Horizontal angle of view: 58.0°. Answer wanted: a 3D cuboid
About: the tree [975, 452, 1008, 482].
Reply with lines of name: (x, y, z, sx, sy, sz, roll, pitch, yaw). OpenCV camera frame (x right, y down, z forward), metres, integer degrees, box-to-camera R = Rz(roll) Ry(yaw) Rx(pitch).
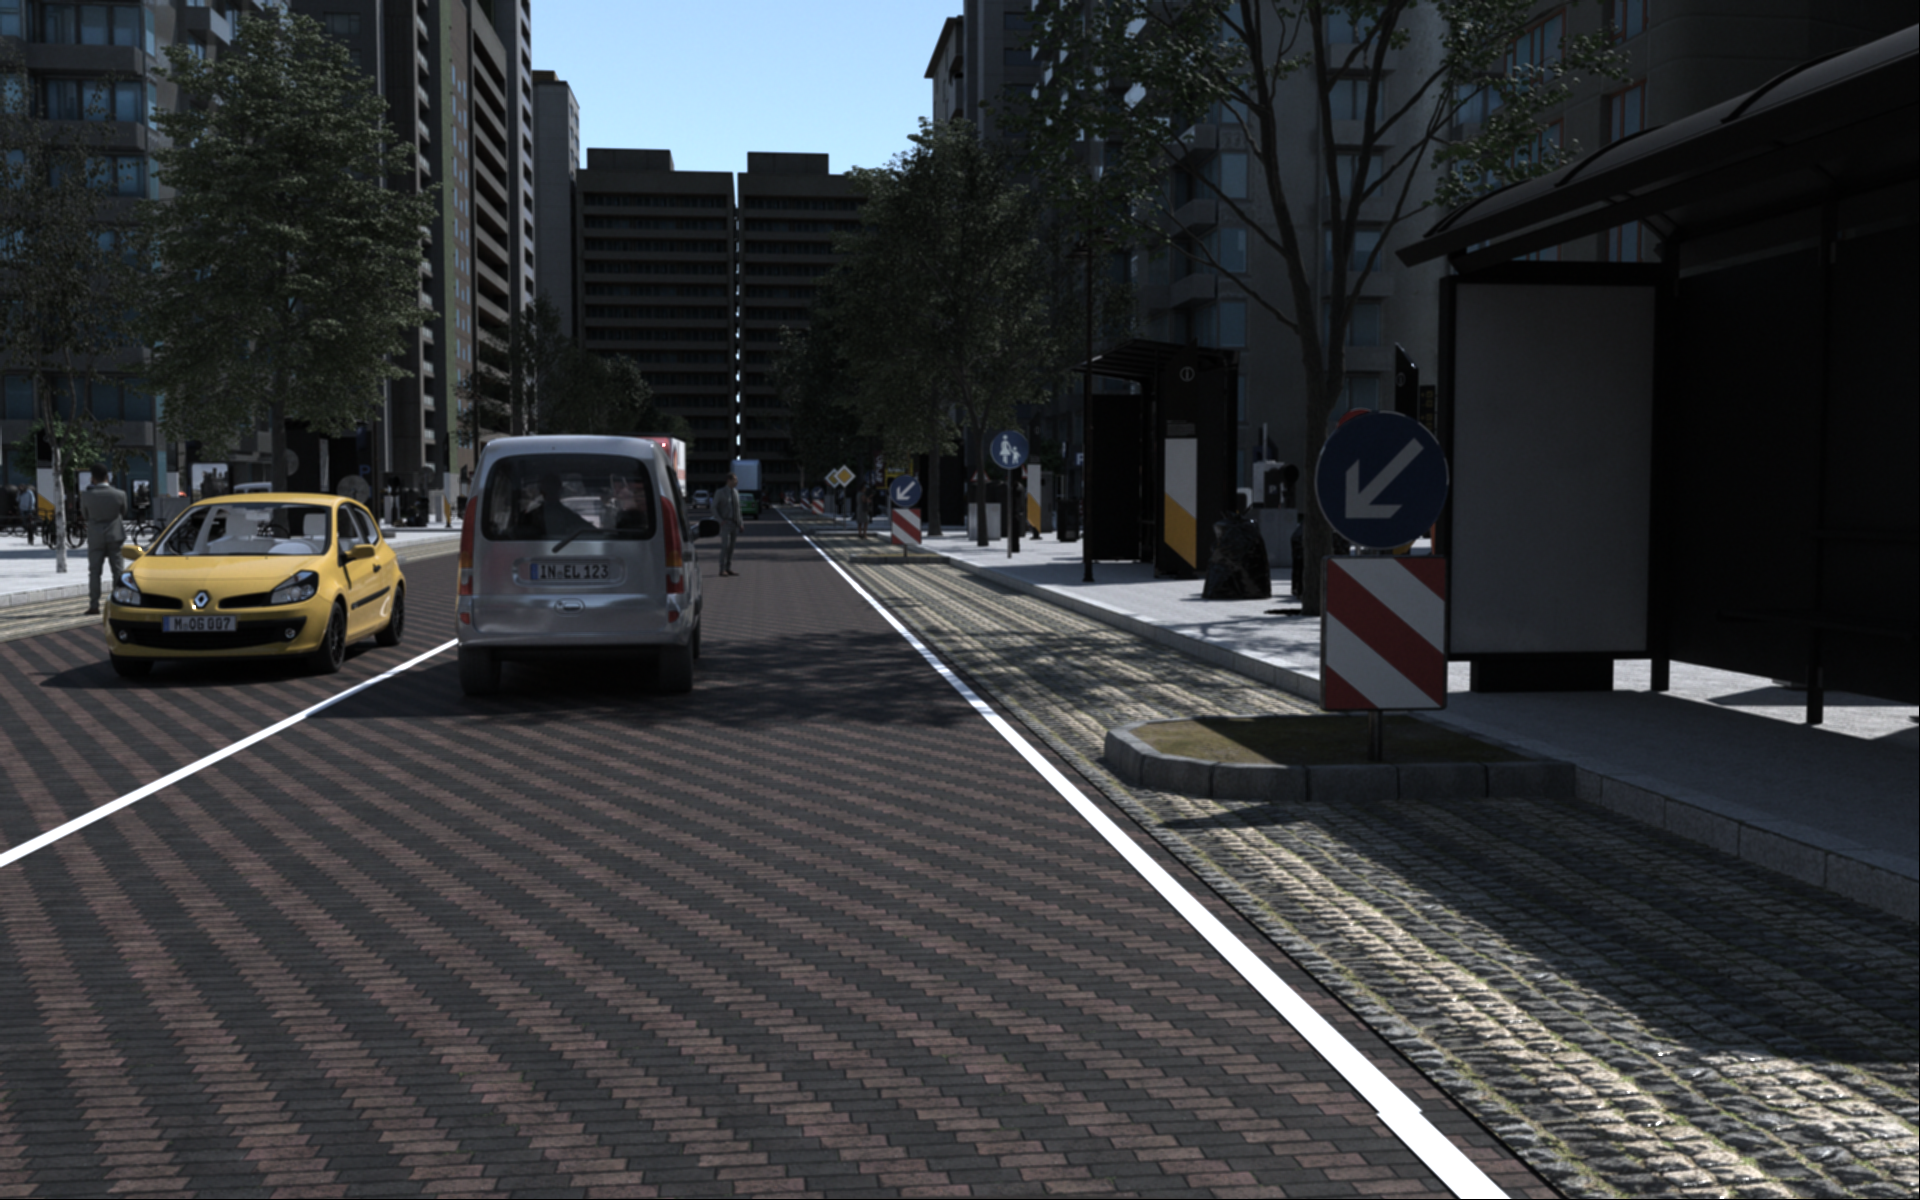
tree: (1.209, -5.045, 77.089, 1.663, 3.219, 1.824, 0, 3, 0)

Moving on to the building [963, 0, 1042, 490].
building: (10.837, -37.983, 163.020, 21.231, 58.520, 28.212, 0, 4, -7)

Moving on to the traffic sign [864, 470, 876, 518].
traffic sign: (-4.713, -5.649, 92.472, 0.768, 2.556, 0.104, 0, 4, 3)

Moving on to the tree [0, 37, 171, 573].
tree: (-14.643, -4.737, 27.805, 4.360, 8.622, 3.978, 0, 3, 0)

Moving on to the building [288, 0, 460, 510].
building: (-46.131, -27.277, 129.570, 14.154, 41.232, 14.086, 0, 4, -7)

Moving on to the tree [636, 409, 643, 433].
tree: (-23.203, -10.561, 107.078, 8.767, 10.594, 7.601, 2, 4, 24)

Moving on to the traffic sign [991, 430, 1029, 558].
traffic sign: (0.992, -2.107, 34.554, 0.768, 2.556, 0.104, 0, 4, 0)

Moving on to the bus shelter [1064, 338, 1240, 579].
bus shelter: (3.128, -2.327, 29.327, 1.731, 3.624, 6.357, 0, 4, -6)

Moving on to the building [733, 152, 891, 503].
building: (-21.074, -38.230, 248.762, 21.600, 48.544, 21.300, 0, 4, -7)

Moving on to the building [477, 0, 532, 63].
building: (-60.829, -39.443, 186.897, 28.212, 58.520, 21.231, 0, 4, -7)

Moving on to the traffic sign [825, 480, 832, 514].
traffic sign: (-8.419, -6.920, 113.247, 0.768, 2.556, 0.104, 0, 4, -1)

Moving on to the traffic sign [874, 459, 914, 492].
traffic sign: (-3.734, -6.351, 97.717, 2.265, 3.308, 0.079, 0, 4, -1)

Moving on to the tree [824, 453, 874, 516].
tree: (-6.334, -7.229, 101.900, 4.285, 4.588, 4.351, 0, 3, 0)

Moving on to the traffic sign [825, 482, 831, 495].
traffic sign: (-10.413, -8.496, 139.019, 0.768, 2.556, 0.104, 0, 4, -6)

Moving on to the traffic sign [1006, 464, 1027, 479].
traffic sign: (2.021, -3.669, 59.999, 0.884, 2.594, 0.081, 0, 4, 3)

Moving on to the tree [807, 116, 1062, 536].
tree: (-0.652, -8.201, 52.208, 7.486, 12.596, 7.792, 0, 3, 0)

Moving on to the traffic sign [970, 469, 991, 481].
traffic sign: (0.855, -4.458, 72.890, 0.884, 2.594, 0.081, 0, 4, 0)

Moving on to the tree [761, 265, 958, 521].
tree: (-4.869, -10.227, 84.217, 9.611, 12.733, 9.660, 0, 3, 0)

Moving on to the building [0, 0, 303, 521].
building: (-49.355, -28.959, 93.091, 23.786, 49.044, 30.456, 0, 4, -7)

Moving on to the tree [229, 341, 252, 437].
tree: (-33.655, -7.749, 77.056, 4.360, 8.622, 3.978, 0, 3, 0)

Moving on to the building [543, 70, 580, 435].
building: (-67.701, -42.877, 243.030, 28.212, 58.520, 21.231, 0, 4, -7)

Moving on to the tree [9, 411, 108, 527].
tree: (-35.386, -5.159, 68.055, 4.285, 4.588, 4.351, 0, 3, 0)

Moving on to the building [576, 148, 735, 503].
building: (-42.508, -38.067, 246.089, 21.600, 48.544, 21.300, 0, 4, -7)

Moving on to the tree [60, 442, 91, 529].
tree: (-33.328, -4.291, 64.759, 1.663, 3.219, 1.824, 0, 3, 0)

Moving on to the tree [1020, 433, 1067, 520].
tree: (3.659, -6.225, 85.486, 4.285, 4.588, 4.351, 0, 3, 0)

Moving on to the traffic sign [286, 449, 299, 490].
traffic sign: (-18.996, -2.976, 48.765, 0.768, 2.556, 0.104, 0, 4, 1)

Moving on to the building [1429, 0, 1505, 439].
building: (23.751, -28.878, 91.762, 30.456, 49.044, 23.786, 0, 4, -7)

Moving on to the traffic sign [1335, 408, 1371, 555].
traffic sign: (5.947, -1.573, 25.826, 0.768, 2.556, 0.104, 0, 4, -2)

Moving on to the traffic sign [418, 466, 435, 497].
traffic sign: (-24.423, -4.842, 79.269, 0.768, 2.556, 0.104, 0, 4, 2)

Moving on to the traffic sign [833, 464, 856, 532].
traffic sign: (-3.905, -3.358, 58.547, 0.795, 2.450, 0.064, 0, 4, -7)

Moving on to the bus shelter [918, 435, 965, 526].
bus shelter: (-0.916, -4.930, 71.893, 1.731, 3.624, 6.357, 0, 4, -6)

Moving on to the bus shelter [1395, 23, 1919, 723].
bus shelter: (4.152, -0.904, 8.709, 2.014, 3.302, 5.546, 0, 4, -7)

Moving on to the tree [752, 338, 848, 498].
tree: (-18.258, -21.371, 205.297, 12.611, 20.169, 13.585, 0, 3, 0)

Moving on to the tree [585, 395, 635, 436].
tree: (-25.233, -10.586, 123.446, 4.360, 8.622, 3.978, 0, 3, 0)

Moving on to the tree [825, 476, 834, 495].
tree: (-10.050, -11.290, 134.959, 4.360, 8.622, 3.978, 0, 3, 0)

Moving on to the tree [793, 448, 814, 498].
tree: (-15.932, -14.245, 183.266, 4.737, 8.622, 4.395, 0, 3, 0)

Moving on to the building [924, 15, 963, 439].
building: (11.624, -36.822, 191.270, 28.713, 52.752, 27.495, 0, 4, -7)

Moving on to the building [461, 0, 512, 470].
building: (-54.310, -32.867, 161.072, 21.300, 48.544, 21.600, 0, 4, -7)

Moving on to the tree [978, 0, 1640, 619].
tree: (3.827, -5.652, 18.168, 9.928, 11.665, 9.643, 0, 3, 0)

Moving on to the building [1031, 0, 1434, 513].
building: (17.502, -31.121, 128.436, 23.786, 49.044, 30.456, 0, 4, -7)

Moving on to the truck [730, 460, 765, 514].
truck: (-16.151, -8.557, 129.659, 2.967, 4.110, 18.799, 0, 4, -6)

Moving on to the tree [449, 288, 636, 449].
tree: (-19.457, -8.781, 77.984, 7.601, 10.594, 8.767, 0, 4, 1)

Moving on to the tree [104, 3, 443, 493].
tree: (-15.690, -7.496, 40.682, 7.486, 12.596, 7.792, 0, 3, 0)

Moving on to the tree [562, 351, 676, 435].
tree: (-27.581, -13.615, 139.619, 9.611, 12.733, 9.660, 0, 3, 0)

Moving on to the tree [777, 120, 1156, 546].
tree: (0.625, -6.617, 42.604, 8.767, 10.594, 7.601, 0, 4, 6)

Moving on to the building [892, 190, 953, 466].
building: (-2.923, -36.550, 247.698, 14.200, 45.320, 14.600, 0, 4, -7)

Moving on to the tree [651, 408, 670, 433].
tree: (-35.672, -17.410, 210.416, 9.928, 11.665, 9.643, 0, 3, 0)

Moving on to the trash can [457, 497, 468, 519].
trash can: (-25.266, -4.690, 88.341, 0.748, 1.137, 0.748, 0, 3, 0)

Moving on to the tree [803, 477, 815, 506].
tree: (-16.292, -11.783, 187.253, 1.663, 3.219, 1.824, 0, 3, 0)

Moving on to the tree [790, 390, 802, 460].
tree: (-8.798, -12.780, 127.083, 7.486, 12.596, 7.792, 0, 3, 0)

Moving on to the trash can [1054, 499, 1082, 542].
trash can: (2.896, -2.119, 46.301, 0.748, 1.137, 0.748, 0, 3, 0)

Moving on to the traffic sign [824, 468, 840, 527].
traffic sign: (-4.817, -3.843, 66.480, 0.795, 2.450, 0.064, 0, 4, -7)

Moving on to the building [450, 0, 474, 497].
building: (-48.891, -30.196, 143.807, 14.600, 45.320, 14.200, 0, 4, -7)

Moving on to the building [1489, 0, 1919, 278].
building: (28.742, -11.360, 30.777, 27.650, 21.520, 28.899, 0, 4, -7)

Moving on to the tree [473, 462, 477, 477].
tree: (-34.840, -8.909, 129.374, 4.285, 4.588, 4.351, 0, 3, 0)

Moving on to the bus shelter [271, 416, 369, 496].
bus shelter: (-19.489, -3.799, 53.399, 1.731, 3.624, 6.357, 0, 4, -7)
